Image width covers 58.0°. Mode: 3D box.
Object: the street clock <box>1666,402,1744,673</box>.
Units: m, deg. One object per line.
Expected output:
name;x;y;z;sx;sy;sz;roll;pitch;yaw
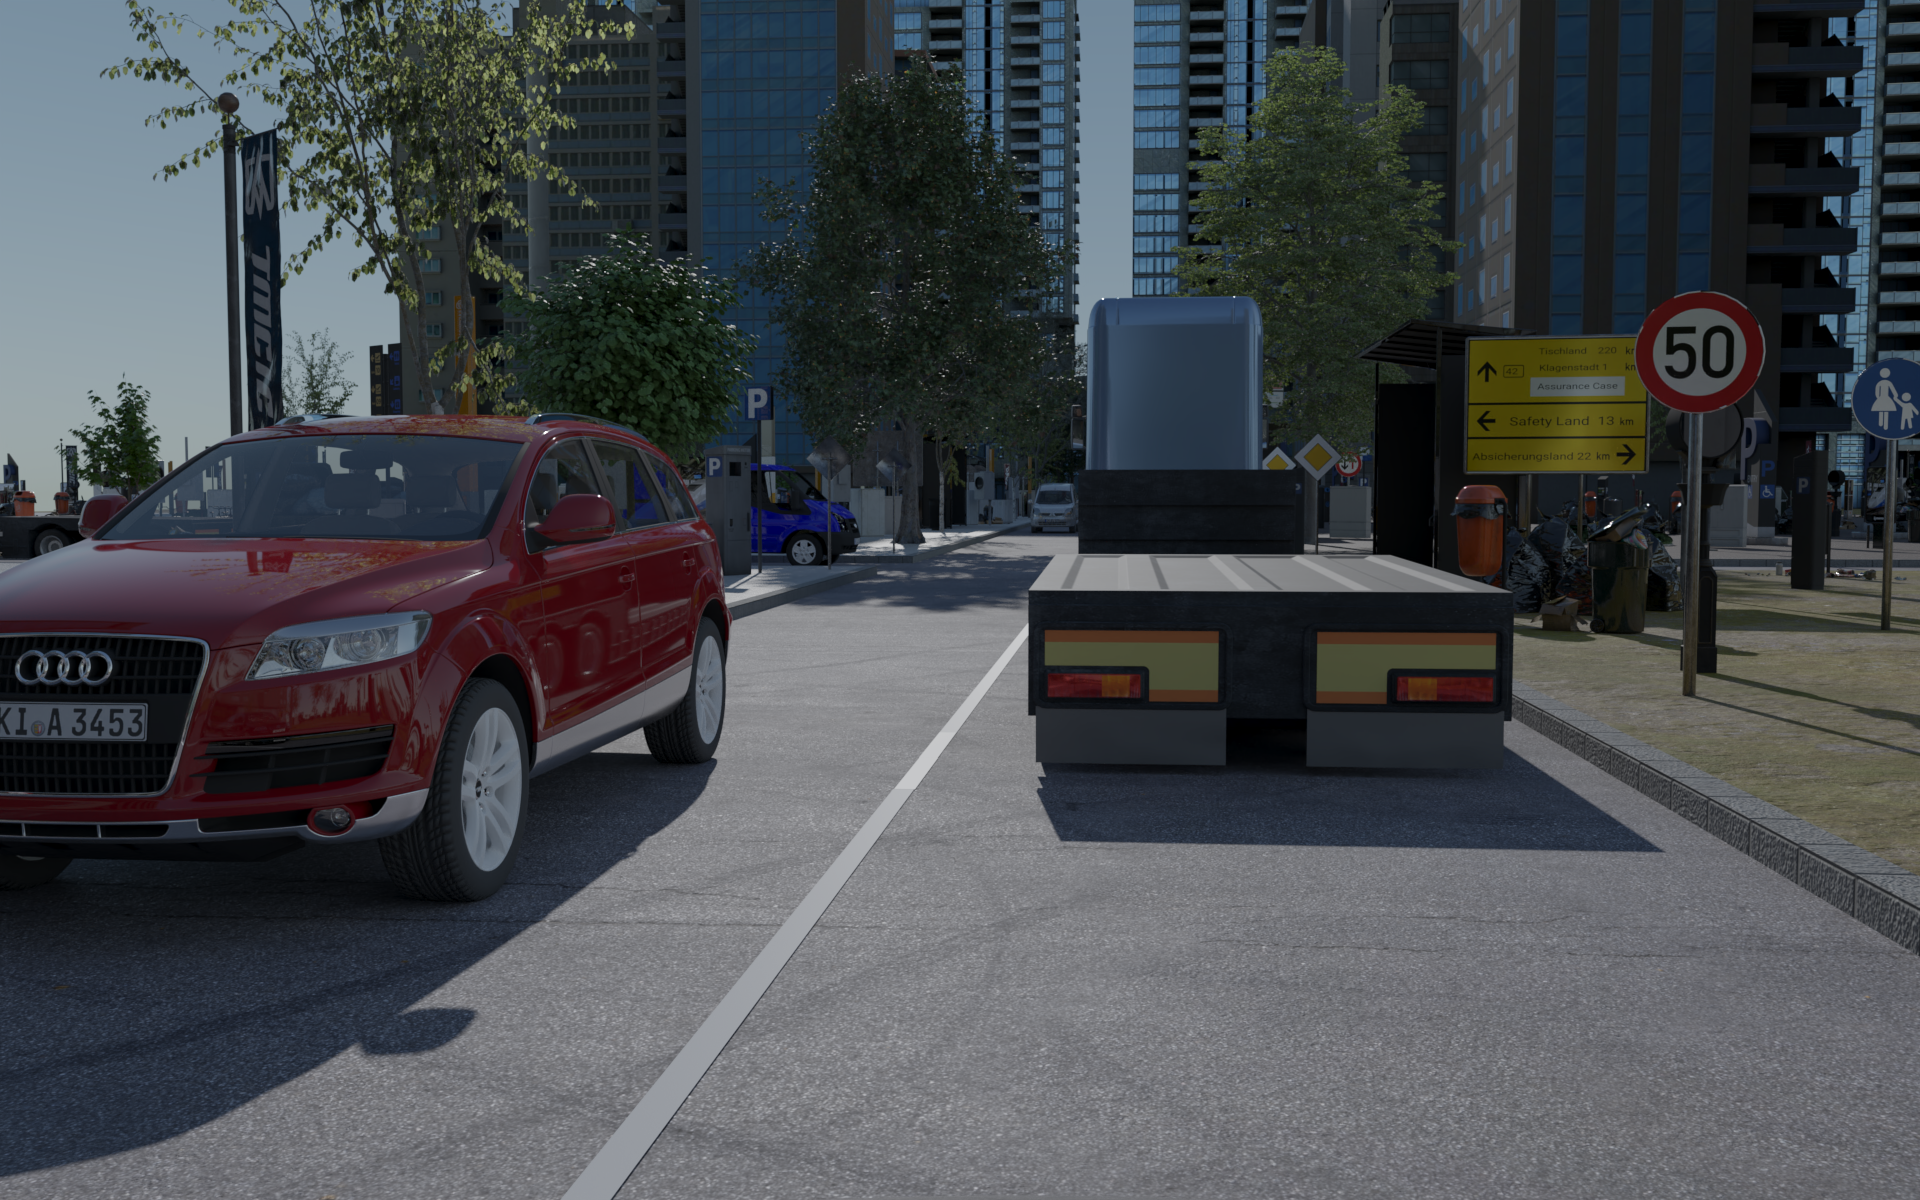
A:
street clock;5.329;-0.481;12.440;0.471;2.002;0.358;0;4;-2

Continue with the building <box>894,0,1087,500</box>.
building;1.966;-55.333;217.372;31.000;86.520;22.319;0;4;6

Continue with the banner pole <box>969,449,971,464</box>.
banner pole;0.560;-6.386;94.421;0.401;3.779;0.863;0;4;3

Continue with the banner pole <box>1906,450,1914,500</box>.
banner pole;53.587;-6.589;97.742;0.401;3.779;0.863;0;3;0

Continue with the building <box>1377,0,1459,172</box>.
building;31.496;-20.223;102.351;14.160;30.474;14.107;0;4;6

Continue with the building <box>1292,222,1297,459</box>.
building;39.017;-24.157;166.675;14.160;30.474;14.107;0;4;6

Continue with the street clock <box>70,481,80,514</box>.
street clock;-45.914;-5.216;89.850;0.471;2.002;0.358;-1;4;-12

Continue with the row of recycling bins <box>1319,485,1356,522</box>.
row of recycling bins;17.097;-4.464;80.106;3.534;1.692;1.069;-2;4;-29

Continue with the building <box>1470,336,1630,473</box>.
building;63.792;-36.308;213.251;30.456;49.044;23.786;0;4;6

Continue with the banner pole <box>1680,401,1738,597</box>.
banner pole;9.295;-1.933;21.615;0.863;3.779;0.401;0;4;-1

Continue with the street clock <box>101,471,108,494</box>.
street clock;-25.871;-2.935;52.562;0.471;2.002;0.358;-2;4;-33

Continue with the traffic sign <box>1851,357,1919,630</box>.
traffic sign;8.732;-0.988;16.263;0.768;2.556;0.104;1;4;9

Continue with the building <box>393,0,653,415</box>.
building;-40.990;-33.467;170.891;21.600;48.544;21.300;0;4;6

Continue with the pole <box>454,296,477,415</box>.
pole;-5.100;-1.473;17.925;0.158;3.312;0.155;0;3;0

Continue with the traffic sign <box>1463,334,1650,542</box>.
traffic sign;7.649;-1.737;22.267;2.265;3.308;0.079;1;4;12

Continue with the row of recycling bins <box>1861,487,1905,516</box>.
row of recycling bins;51.535;-5.479;96.698;1.069;1.692;3.534;0;4;0

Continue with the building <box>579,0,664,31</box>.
building;-43.347;-55.604;221.795;31.000;86.520;22.319;0;4;6

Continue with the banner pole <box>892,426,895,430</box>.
banner pole;-2.628;-4.522;63.945;0.863;3.779;0.401;-3;4;-38

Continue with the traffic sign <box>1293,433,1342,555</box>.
traffic sign;5.888;-1.524;28.562;0.795;2.450;0.064;0;4;6

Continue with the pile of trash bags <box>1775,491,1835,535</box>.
pile of trash bags;26.287;-2.776;55.144;3.447;1.369;1.912;-1;4;-11

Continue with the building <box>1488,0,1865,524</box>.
building;31.300;-26.274;79.696;14.600;45.320;14.200;0;4;6

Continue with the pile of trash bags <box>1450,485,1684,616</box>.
pile of trash bags;6.344;-0.543;18.633;3.447;1.369;1.912;-3;5;-44

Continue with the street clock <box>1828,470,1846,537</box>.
street clock;26.398;-2.913;52.202;0.358;2.002;0.471;-1;4;-17

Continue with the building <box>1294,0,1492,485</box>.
building;37.251;-30.709;152.200;14.600;45.320;14.200;0;4;6

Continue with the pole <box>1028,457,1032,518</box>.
pole;3.753;-6.078;93.219;0.158;3.312;0.155;0;3;0

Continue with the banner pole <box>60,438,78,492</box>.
banner pole;-40.189;-5.385;78.055;0.863;3.779;0.401;-2;4;-25

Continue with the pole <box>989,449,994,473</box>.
pole;1.434;-5.161;78.227;0.158;3.312;0.155;0;3;0

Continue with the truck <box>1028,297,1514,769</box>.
truck;2.405;-1.724;17.954;2.967;4.110;18.799;0;4;5

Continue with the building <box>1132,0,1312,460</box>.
building;33.075;-55.111;213.734;31.000;86.520;22.319;0;4;6

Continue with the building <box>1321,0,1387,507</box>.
building;38.206;-35.970;130.109;21.231;58.520;28.212;0;4;6

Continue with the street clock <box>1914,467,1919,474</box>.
street clock;26.045;-2.592;46.953;0.358;2.002;0.471;0;4;4

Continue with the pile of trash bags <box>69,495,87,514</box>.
pile of trash bags;-35.972;-3.783;71.611;3.447;1.369;1.912;1;4;14

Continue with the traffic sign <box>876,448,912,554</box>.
traffic sign;-1.424;-2.061;37.332;0.795;2.450;0.064;0;4;6

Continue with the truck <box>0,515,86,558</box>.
truck;-23.987;-2.790;35.368;18.799;4.110;2.967;0;4;5

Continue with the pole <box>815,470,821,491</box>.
pole;-5.544;-4.513;67.636;0.158;3.312;0.155;0;3;0

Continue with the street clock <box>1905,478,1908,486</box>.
street clock;40.098;-4.184;72.974;0.471;2.002;0.358;3;5;43

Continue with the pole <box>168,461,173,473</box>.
pole;-50.460;-7.142;110.612;0.158;3.312;0.155;0;3;0

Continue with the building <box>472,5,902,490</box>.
building;-20.034;-27.514;141.733;32.217;40.220;23.993;0;4;6

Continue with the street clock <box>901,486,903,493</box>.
street clock;-2.149;-3.900;68.336;0.358;2.002;0.471;-3;5;-41

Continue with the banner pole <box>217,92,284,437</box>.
banner pole;-4.390;-1.268;10.750;0.863;3.779;0.401;3;5;42

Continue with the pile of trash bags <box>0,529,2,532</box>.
pile of trash bags;-26.889;-2.352;48.211;3.447;1.369;1.912;2;4;28

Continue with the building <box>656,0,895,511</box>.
building;-12.378;-28.838;121.615;14.600;45.320;14.200;0;4;6

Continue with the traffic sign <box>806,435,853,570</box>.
traffic sign;-2.214;-1.575;29.386;0.795;2.450;0.064;0;4;6

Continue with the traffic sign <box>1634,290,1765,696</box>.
traffic sign;4.641;-0.663;10.948;0.768;2.556;0.104;1;4;14

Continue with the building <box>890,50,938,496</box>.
building;-15.184;-31.398;167.989;28.867;44.769;22.147;0;4;6

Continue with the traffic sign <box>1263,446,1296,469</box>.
traffic sign;6.678;-2.010;36.508;0.795;2.450;0.064;0;4;6

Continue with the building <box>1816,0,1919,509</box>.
building;79.616;-51.623;156.703;31.000;86.520;22.319;0;4;6

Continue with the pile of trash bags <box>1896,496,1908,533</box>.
pile of trash bags;29.966;-2.719;54.215;1.912;1.369;3.447;-1;4;-10
